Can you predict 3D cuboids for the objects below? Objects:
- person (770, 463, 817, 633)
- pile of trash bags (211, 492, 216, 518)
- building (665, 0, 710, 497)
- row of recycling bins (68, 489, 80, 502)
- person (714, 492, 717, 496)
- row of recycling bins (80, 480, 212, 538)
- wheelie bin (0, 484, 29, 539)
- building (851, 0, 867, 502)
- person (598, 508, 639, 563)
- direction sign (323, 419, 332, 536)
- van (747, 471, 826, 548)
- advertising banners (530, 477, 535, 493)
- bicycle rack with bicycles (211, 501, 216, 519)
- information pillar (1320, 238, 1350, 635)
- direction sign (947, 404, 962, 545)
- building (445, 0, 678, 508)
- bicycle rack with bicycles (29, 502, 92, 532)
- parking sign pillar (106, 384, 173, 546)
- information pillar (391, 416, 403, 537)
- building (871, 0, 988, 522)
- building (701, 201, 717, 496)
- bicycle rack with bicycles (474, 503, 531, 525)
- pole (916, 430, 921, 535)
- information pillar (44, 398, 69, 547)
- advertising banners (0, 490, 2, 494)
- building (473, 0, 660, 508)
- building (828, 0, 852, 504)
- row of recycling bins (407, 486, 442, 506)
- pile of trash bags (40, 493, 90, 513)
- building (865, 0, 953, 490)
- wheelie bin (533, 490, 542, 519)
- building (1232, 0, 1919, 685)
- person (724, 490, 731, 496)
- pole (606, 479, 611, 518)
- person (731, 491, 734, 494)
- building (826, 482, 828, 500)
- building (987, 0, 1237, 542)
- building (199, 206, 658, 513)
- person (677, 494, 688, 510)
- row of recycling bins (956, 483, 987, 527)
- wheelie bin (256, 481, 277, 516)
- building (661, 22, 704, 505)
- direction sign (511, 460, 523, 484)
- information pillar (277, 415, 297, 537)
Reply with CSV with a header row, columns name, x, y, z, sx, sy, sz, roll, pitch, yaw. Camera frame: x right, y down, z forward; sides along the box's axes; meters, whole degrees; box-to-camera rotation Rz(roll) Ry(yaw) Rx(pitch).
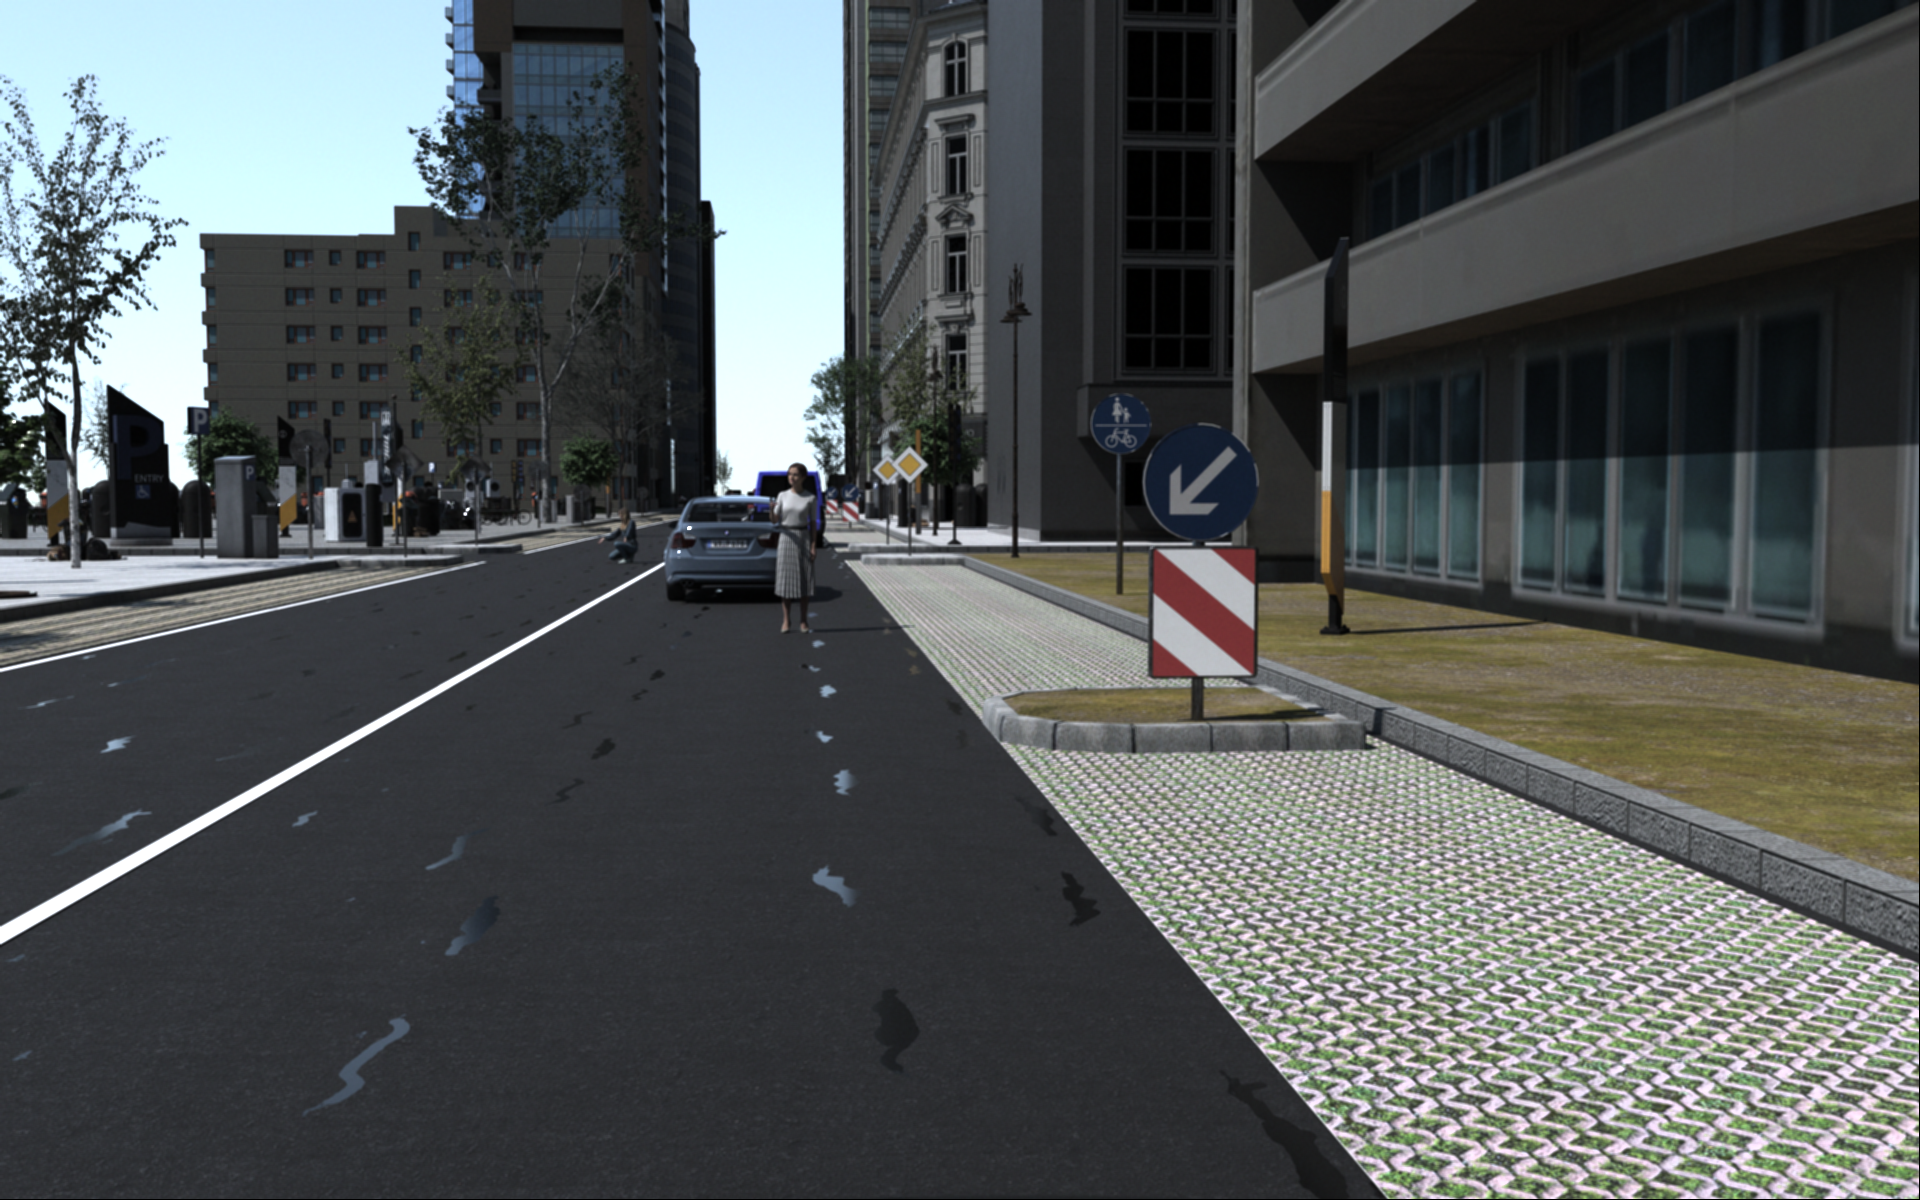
name,x,y,z,sx,sy,sz,roll,pitch,yaw
person,-1.717,-0.536,17.839,0.480,1.755,0.524,0,4,-2
pile of trash bags,-39.310,-5.188,94.576,3.447,1.369,1.912,-3,4,-36
building,-45.128,-48.880,237.435,20.563,71.187,20.611,0,4,-6
row of recycling bins,-56.339,-6.469,112.873,3.534,1.692,1.069,-3,5,-42
person,-26.098,-10.735,184.931,0.530,1.710,0.541,1,4,18
row of recycling bins,-23.585,-2.656,50.546,3.534,1.692,1.069,0,4,4
wheelie bin,-27.209,-2.561,49.787,0.980,1.594,0.693,2,4,35
building,0.501,-37.755,159.292,21.231,58.520,28.212,0,4,-6
person,-7.000,-1.340,35.910,0.738,1.151,1.012,-2,4,-30
direction sign,-19.106,-3.694,52.397,0.379,3.537,0.876,-1,4,-9
van,-4.780,-2.667,47.989,2.240,2.365,5.245,0,4,-6
advertising banners,-28.169,-7.333,116.076,0.090,3.025,2.074,2,4,27
bicycle rack with bicycles,-38.614,-4.612,88.783,2.852,0.926,2.925,2,4,32
information pillar,3.411,-1.492,15.751,0.183,3.616,0.504,2,4,28
direction sign,-0.137,-3.167,43.776,0.379,3.537,0.876,1,4,20
building,-39.624,-52.651,173.521,22.319,86.520,31.000,0,4,-6
bicycle rack with bicycles,-30.472,-2.830,59.647,2.852,0.926,2.925,-1,4,-11
parking sign pillar,-20.370,-3.333,42.974,1.447,3.967,1.447,-3,5,-44
information pillar,-16.949,-3.722,52.204,0.504,3.616,0.183,3,4,38
building,4.546,-19.652,97.728,17.030,29.872,44.131,0,4,-6
building,-43.376,-37.065,256.128,14.600,45.320,14.200,0,4,-6
bicycle rack with bicycles,-19.445,-3.569,71.739,2.925,0.926,2.852,0,4,-3
pole,-1.316,-3.735,54.907,0.158,3.312,0.155,0,3,0
information pillar,-22.036,-3.112,42.230,0.504,3.616,0.183,-2,4,-26
advertising banners,-41.933,-4.860,75.648,0.090,3.025,2.074,-2,4,-25
building,-33.858,-30.737,152.658,14.600,45.320,14.200,0,4,-6
building,-6.299,-47.701,218.156,20.563,71.187,20.611,0,4,-6
row of recycling bins,-28.448,-5.212,92.327,1.069,1.692,3.534,0,4,4
pile of trash bags,-51.586,-5.491,99.536,3.447,1.369,1.912,2,4,24
building,-0.542,-27.814,138.359,14.154,41.232,14.086,0,4,-6
wheelie bin,-21.975,-5.059,90.629,0.693,1.594,0.980,-1,4,-14
building,15.665,-23.925,14.878,21.300,48.544,21.600,0,4,-6
person,-16.586,-7.008,124.015,0.756,1.711,0.436,-2,4,-32
pole,-18.741,-6.020,92.278,0.158,3.312,0.155,0,3,0
person,-26.675,-11.890,202.843,1.348,1.831,0.705,1,4,21
building,-4.380,-35.144,266.487,32.217,40.220,23.993,0,4,-6
building,13.442,-15.810,52.000,24.014,27.812,14.314,0,4,-6
building,-37.947,-17.470,130.672,27.650,21.520,28.899,0,4,-6
person,-19.500,-6.727,121.675,0.628,1.438,0.799,2,4,23
row of recycling bins,1.228,-3.708,67.734,3.534,1.692,1.069,-3,5,-42
wheelie bin,-17.496,-2.158,43.190,0.693,1.594,0.980,0,4,2
building,-43.123,-41.069,213.475,21.231,58.520,28.212,0,4,-6
direction sign,-29.610,-7.576,115.857,0.876,3.537,0.379,1,4,20
information pillar,-19.990,-3.675,51.440,0.504,3.616,0.183,-1,4,-12
